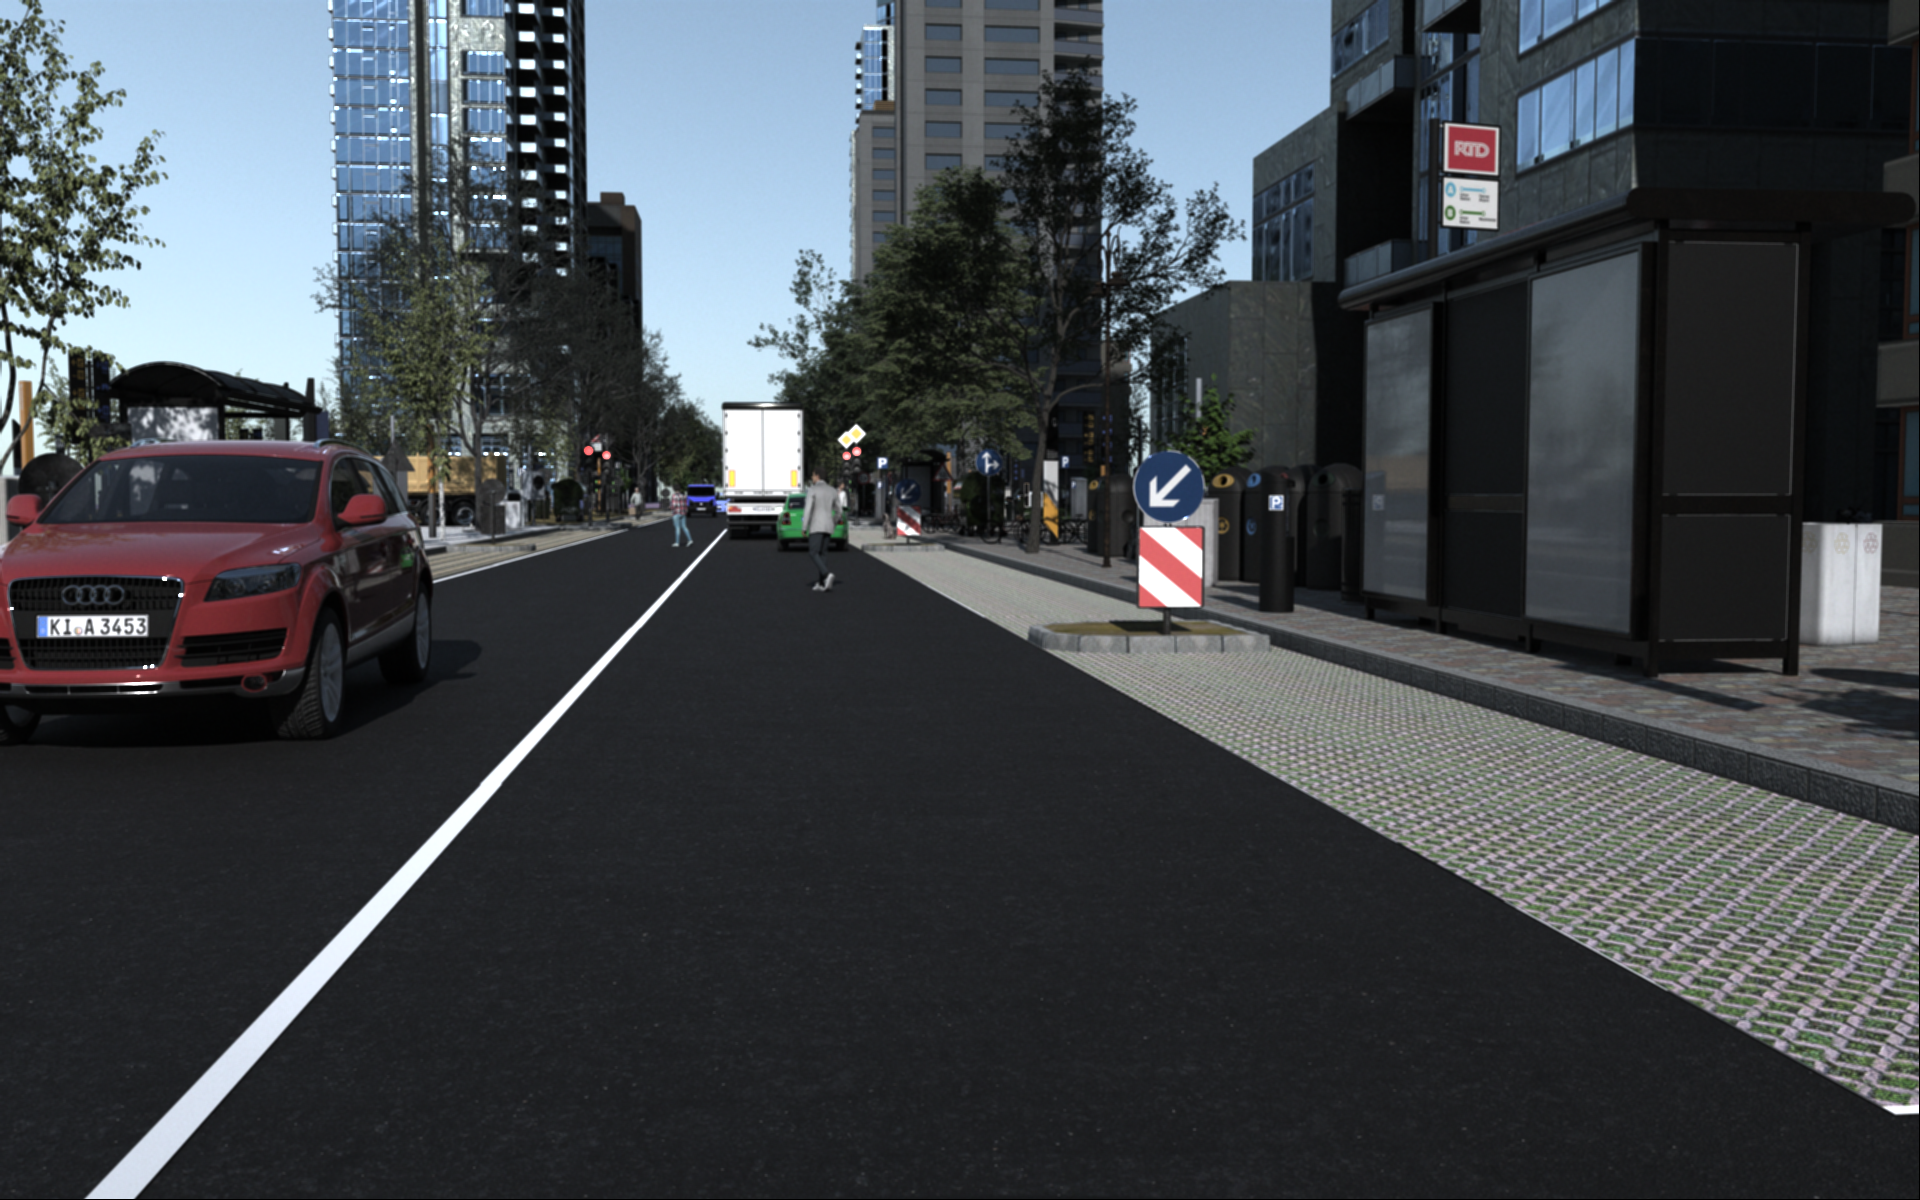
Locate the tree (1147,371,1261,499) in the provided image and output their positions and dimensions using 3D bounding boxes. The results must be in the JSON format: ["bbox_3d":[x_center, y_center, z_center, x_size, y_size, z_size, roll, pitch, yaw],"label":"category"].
[{"bbox_3d":[4.001,-2.003,27.349,1.663,3.219,1.824,0,3,0],"label":"tree"}]

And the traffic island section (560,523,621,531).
[{"bbox_3d":[-14.595,-2.813,68.273,2.009,0.180,2.903,0,4,-7],"label":"traffic island section"}]

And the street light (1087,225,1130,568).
[{"bbox_3d":[2.567,-3.506,30.111,0.468,5.910,1.993,0,4,-7],"label":"street light"}]

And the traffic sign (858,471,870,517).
[{"bbox_3d":[-5.376,-5.911,96.746,0.768,2.556,0.104,0,4,2],"label":"traffic sign"}]

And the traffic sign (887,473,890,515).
[{"bbox_3d":[-4.359,-6.480,105.959,0.884,2.594,0.081,0,4,-2],"label":"traffic sign"}]

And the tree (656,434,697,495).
[{"bbox_3d":[-30.344,-14.297,184.117,4.737,8.622,4.395,0,3,0],"label":"tree"}]

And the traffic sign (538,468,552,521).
[{"bbox_3d":[-20.097,-5.109,83.636,0.768,2.556,0.104,0,4,1],"label":"traffic sign"}]

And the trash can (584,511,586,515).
[{"bbox_3d":[-23.014,-5.763,105.876,0.748,1.137,0.748,0,3,0],"label":"trash can"}]

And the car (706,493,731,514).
[{"bbox_3d":[-17.678,-7.122,126.042,1.945,1.707,3.694,-1,4,-8],"label":"car"}]

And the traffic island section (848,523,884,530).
[{"bbox_3d":[-4.123,-2.887,69.479,2.009,0.180,2.903,0,4,-7],"label":"traffic island section"}]

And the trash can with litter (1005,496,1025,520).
[{"bbox_3d":[2.502,-4.237,80.667,0.624,1.170,1.055,3,5,43],"label":"trash can with litter"}]

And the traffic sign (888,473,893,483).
[{"bbox_3d":[-3.966,-6.397,104.702,0.768,2.556,0.104,0,4,-1],"label":"traffic sign"}]

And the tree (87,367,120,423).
[{"bbox_3d":[-47.080,-8.995,97.432,4.360,8.622,3.978,0,3,0],"label":"tree"}]

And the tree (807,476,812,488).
[{"bbox_3d":[-18.230,-17.405,210.328,9.928,11.665,9.643,0,3,0],"label":"tree"}]

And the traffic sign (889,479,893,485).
[{"bbox_3d":[-3.869,-6.362,104.015,0.884,2.594,0.081,0,4,-1],"label":"traffic sign"}]

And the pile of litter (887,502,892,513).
[{"bbox_3d":[-4.495,-6.234,115.891,1.176,0.858,1.719,0,4,1],"label":"pile of litter"}]

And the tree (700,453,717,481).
[{"bbox_3d":[-40.377,-20.154,263.927,7.601,10.594,8.767,2,4,27],"label":"tree"}]

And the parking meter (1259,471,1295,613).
[{"bbox_3d":[3.451,-0.638,18.839,0.372,1.533,0.369,0,3,0],"label":"parking meter"}]

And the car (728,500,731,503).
[{"bbox_3d":[-24.590,-10.719,187.843,1.945,1.354,3.894,0,4,-5],"label":"car"}]

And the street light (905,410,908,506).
[{"bbox_3d":[-2.140,-5.899,69.228,0.468,5.910,1.993,0,4,-7],"label":"street light"}]

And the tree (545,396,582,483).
[{"bbox_3d":[-28.071,-10.376,120.006,4.737,8.622,4.395,0,3,0],"label":"tree"}]

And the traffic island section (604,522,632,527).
[{"bbox_3d":[-15.515,-3.298,76.205,2.009,0.180,2.903,0,4,-7],"label":"traffic island section"}]

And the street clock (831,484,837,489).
[{"bbox_3d":[-9.346,-7.577,128.458,0.471,2.002,0.358,3,5,44],"label":"street clock"}]

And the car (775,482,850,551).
[{"bbox_3d":[-3.808,-2.196,44.700,1.959,1.807,4.718,0,4,-5],"label":"car"}]

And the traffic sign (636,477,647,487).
[{"bbox_3d":[-23.275,-7.735,126.565,0.768,2.556,0.104,0,4,2],"label":"traffic sign"}]

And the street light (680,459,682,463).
[{"bbox_3d":[-31.065,-13.456,192.788,0.468,5.910,1.993,0,4,-7],"label":"street light"}]

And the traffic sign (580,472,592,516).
[{"bbox_3d":[-21.391,-6.054,99.097,0.768,2.556,0.104,0,4,0],"label":"traffic sign"}]

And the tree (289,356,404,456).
[{"bbox_3d":[-32.097,-8.521,89.679,4.360,8.622,3.978,0,3,0],"label":"tree"}]

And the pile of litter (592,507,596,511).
[{"bbox_3d":[-28.021,-7.405,135.042,1.719,0.858,1.176,0,4,-7],"label":"pile of litter"}]

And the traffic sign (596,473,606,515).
[{"bbox_3d":[-21.522,-6.358,104.052,0.768,2.556,0.104,0,4,1],"label":"traffic sign"}]

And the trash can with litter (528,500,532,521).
[{"bbox_3d":[-20.436,-4.262,81.074,0.624,1.170,1.055,-3,4,-37],"label":"trash can with litter"}]

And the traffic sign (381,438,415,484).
[{"bbox_3d":[-13.195,-2.478,40.519,0.884,2.594,0.081,0,4,-4],"label":"traffic sign"}]

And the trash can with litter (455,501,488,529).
[{"bbox_3d":[-17.378,-3.214,63.600,1.678,1.210,2.233,-3,5,-43],"label":"trash can with litter"}]

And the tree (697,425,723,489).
[{"bbox_3d":[-44.537,-24.623,309.245,9.857,13.997,8.962,0,3,0],"label":"tree"}]

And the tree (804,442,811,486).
[{"bbox_3d":[-27.295,-23.030,294.668,7.486,12.596,7.792,0,3,0],"label":"tree"}]

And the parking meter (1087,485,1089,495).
[{"bbox_3d":[7.519,-5.950,102.989,0.255,1.863,0.399,-2,4,-34],"label":"parking meter"}]

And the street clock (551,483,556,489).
[{"bbox_3d":[-26.115,-6.557,111.784,0.358,2.002,0.471,3,5,42],"label":"street clock"}]

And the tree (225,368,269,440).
[{"bbox_3d":[-42.900,-9.270,101.921,4.737,8.622,4.395,0,3,0],"label":"tree"}]

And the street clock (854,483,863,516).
[{"bbox_3d":[-5.845,-5.815,99.647,0.471,2.002,0.358,0,4,-2],"label":"street clock"}]

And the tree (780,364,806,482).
[{"bbox_3d":[-11.776,-15.409,158.594,9.857,13.997,8.962,0,3,0],"label":"tree"}]

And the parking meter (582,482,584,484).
[{"bbox_3d":[-18.258,-4.728,83.019,0.399,1.863,0.255,1,4,13],"label":"parking meter"}]

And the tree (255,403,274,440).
[{"bbox_3d":[-50.557,-10.889,128.398,4.360,8.622,3.978,0,3,0],"label":"tree"}]

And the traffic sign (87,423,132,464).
[{"bbox_3d":[-12.210,-1.394,24.915,0.606,2.300,0.079,0,4,-6],"label":"traffic sign"}]

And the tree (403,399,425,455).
[{"bbox_3d":[-32.290,-9.023,97.895,4.360,8.622,3.978,0,3,0],"label":"tree"}]

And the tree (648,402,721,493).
[{"bbox_3d":[-34.044,-18.065,212.367,9.611,12.733,9.660,0,3,0],"label":"tree"}]

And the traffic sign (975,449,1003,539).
[{"bbox_3d":[0.819,-2.987,48.936,0.768,2.556,0.104,0,4,3],"label":"traffic sign"}]

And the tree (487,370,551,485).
[{"bbox_3d":[-25.765,-9.276,102.030,4.360,8.622,3.978,0,3,0],"label":"tree"}]

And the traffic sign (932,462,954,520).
[{"bbox_3d":[-0.697,-4.278,69.952,0.884,2.594,0.081,0,4,2],"label":"traffic sign"}]

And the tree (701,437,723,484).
[{"bbox_3d":[-43.864,-22.567,294.720,9.928,11.665,9.643,0,3,0],"label":"tree"}]

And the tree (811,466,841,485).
[{"bbox_3d":[-13.346,-11.653,174.241,4.285,4.588,4.351,0,3,0],"label":"tree"}]

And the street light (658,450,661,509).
[{"bbox_3d":[-26.518,-11.028,153.094,0.468,5.910,1.993,0,4,-7],"label":"street light"}]

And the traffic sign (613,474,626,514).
[{"bbox_3d":[-21.749,-6.748,110.332,0.884,2.594,0.081,0,4,-6],"label":"traffic sign"}]

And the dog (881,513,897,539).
[{"bbox_3d":[-2.268,-2.322,54.803,0.513,0.831,0.800,0,4,2],"label":"dog"}]

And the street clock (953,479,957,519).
[{"bbox_3d":[-0.142,-4.958,85.636,0.358,2.002,0.471,-3,4,-36],"label":"street clock"}]

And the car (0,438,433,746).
[{"bbox_3d":[-4.896,-0.181,11.634,2.281,1.827,5.304,0,4,-8],"label":"car"}]

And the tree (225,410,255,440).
[{"bbox_3d":[-47.377,-9.648,108.114,4.360,8.622,3.978,0,3,0],"label":"tree"}]
